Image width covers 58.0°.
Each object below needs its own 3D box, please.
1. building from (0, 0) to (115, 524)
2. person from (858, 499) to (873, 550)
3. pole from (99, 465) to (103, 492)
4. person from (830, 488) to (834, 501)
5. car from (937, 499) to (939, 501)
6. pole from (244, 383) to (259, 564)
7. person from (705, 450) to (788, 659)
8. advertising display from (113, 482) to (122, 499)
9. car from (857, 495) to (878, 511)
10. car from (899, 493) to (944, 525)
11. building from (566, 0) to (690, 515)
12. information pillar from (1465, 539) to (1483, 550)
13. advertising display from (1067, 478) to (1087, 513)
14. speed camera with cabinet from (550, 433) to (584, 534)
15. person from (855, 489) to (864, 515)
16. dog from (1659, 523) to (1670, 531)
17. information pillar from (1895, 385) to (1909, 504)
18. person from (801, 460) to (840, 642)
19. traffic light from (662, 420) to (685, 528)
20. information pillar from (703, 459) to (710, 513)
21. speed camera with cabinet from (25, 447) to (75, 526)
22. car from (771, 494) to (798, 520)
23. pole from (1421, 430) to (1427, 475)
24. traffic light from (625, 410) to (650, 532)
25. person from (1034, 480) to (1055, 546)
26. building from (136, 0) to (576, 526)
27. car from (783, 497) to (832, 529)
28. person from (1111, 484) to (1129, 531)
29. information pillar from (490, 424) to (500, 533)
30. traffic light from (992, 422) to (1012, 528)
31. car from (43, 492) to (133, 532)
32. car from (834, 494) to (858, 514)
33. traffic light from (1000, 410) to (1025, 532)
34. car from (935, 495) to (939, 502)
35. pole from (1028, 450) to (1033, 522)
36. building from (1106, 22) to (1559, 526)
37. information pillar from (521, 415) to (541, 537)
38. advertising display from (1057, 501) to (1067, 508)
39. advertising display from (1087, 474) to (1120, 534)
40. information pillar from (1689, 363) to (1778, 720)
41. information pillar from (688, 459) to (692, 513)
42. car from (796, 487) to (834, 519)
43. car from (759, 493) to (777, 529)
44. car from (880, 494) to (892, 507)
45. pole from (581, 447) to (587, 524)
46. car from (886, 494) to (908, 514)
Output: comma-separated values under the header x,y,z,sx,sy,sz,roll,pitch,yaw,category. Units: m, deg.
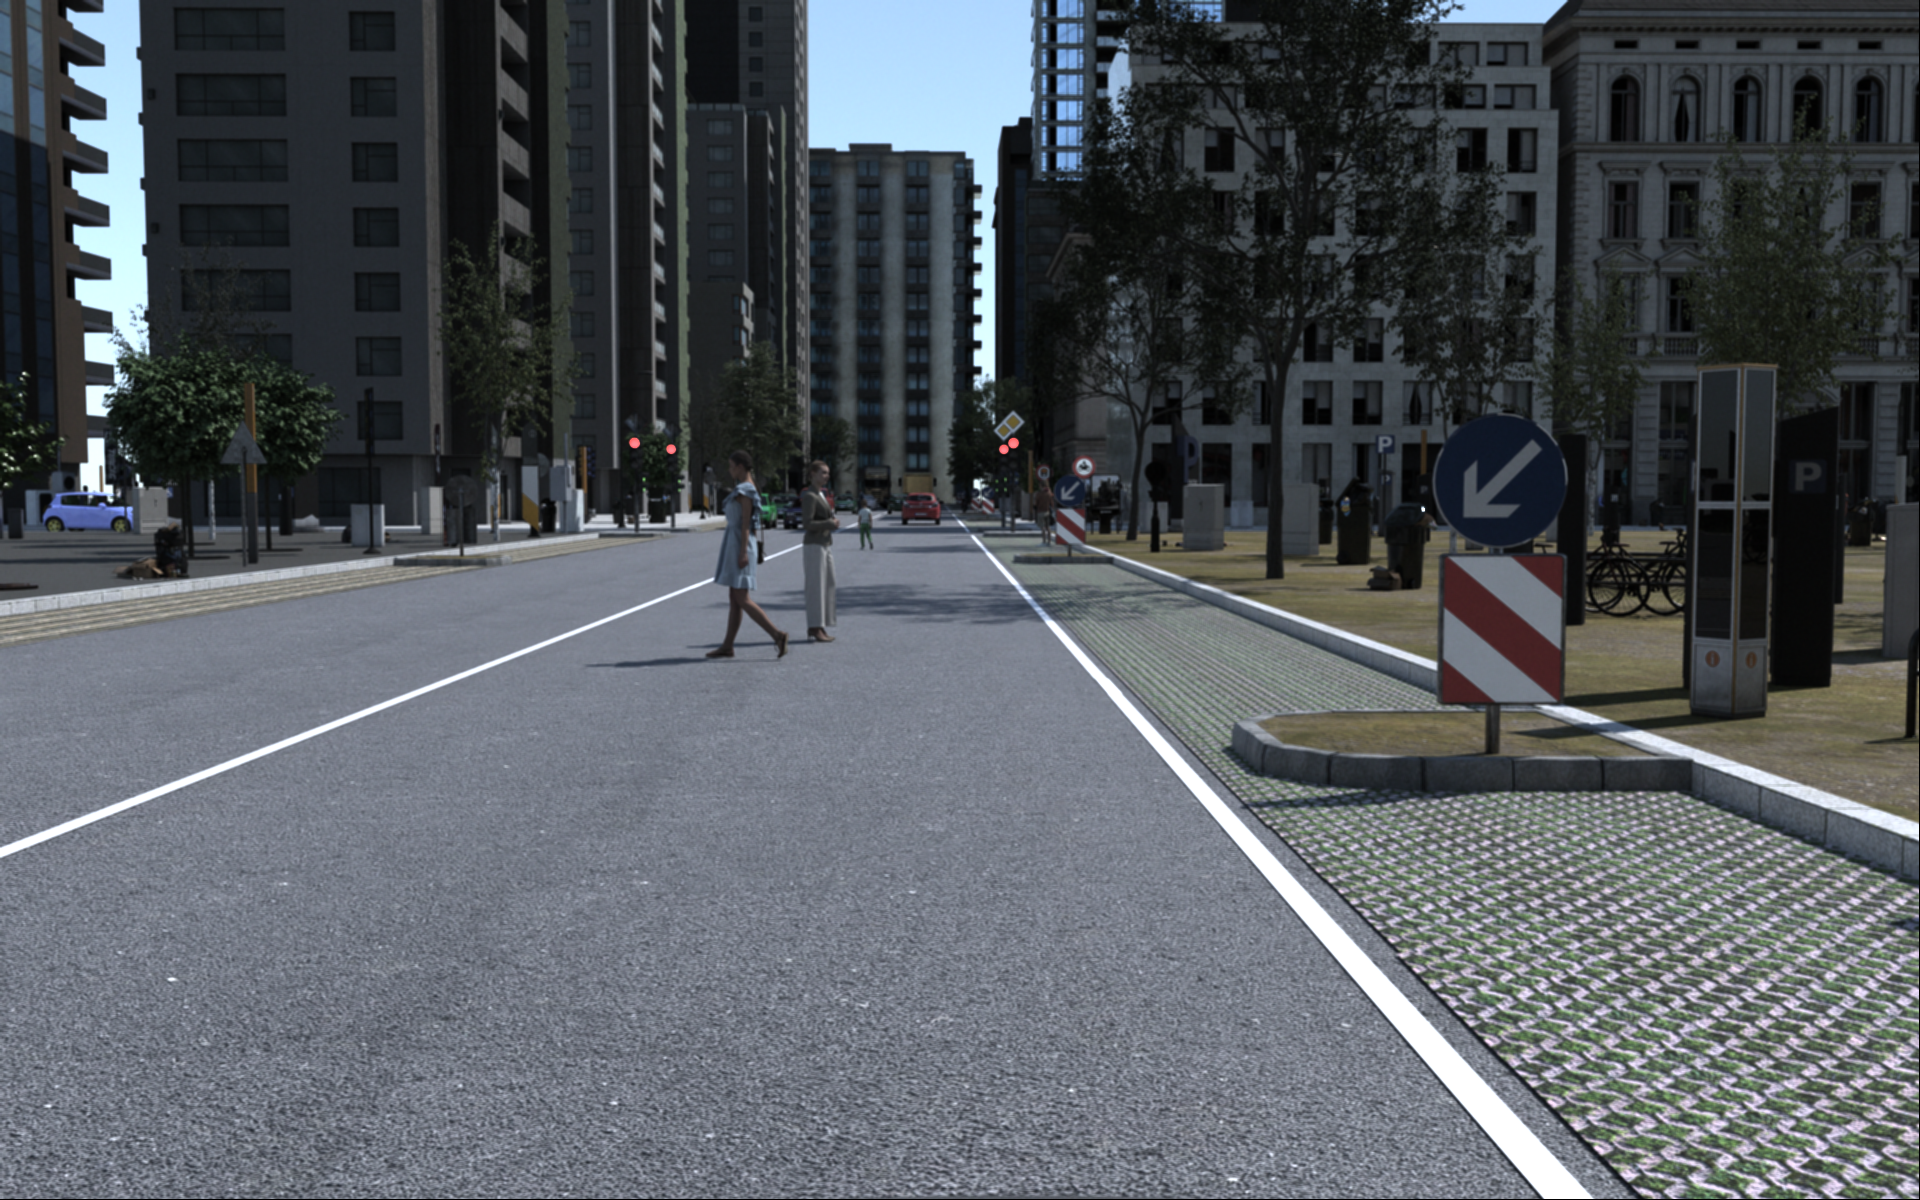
x,y,z,sx,sy,sz,roll,pitch,yaw,category
-47.291,-25.961,74.568,14.200,45.320,14.600,0,4,-1,building
-2.422,-1.941,44.484,0.306,1.304,0.590,-2,4,-29,person
-60.855,-7.886,122.772,0.158,3.312,0.155,0,3,0,pole
-8.791,-6.667,117.633,0.709,1.813,0.853,2,4,26,person
-2.619,-7.629,136.731,2.014,1.417,4.499,0,4,-1,car
-13.057,-2.328,31.908,0.158,3.312,0.155,0,3,0,pole
-1.845,-0.397,15.084,0.778,1.811,0.616,1,4,15,person
-45.281,-5.374,93.080,0.123,1.923,0.974,-1,4,-9,advertising display
-8.259,-8.537,151.944,2.083,1.381,4.827,0,4,-1,car
-1.827,-4.440,81.638,2.155,1.783,4.494,0,4,-1,car
-25.765,-26.279,113.253,14.154,41.232,14.086,0,4,-1,building
11.767,-2.146,39.572,0.304,2.012,0.304,-1,4,-16,information pillar
4.920,-3.961,69.974,0.974,1.923,0.123,1,4,18,advertising display
-12.921,-3.826,56.892,0.660,3.252,2.038,0,4,3,speed camera with cabinet
-6.814,-6.709,118.376,0.419,1.800,0.721,-3,5,-40,person
25.006,-2.533,61.601,0.550,0.427,0.748,1,4,14,dog
20.416,-2.826,37.561,0.183,3.616,0.504,1,4,14,information pillar
-1.341,-0.474,16.794,0.362,1.759,0.519,1,4,9,person
-10.914,-4.706,65.872,0.839,4.253,0.868,0,4,-1,traffic light
-17.100,-7.679,116.904,0.504,3.616,0.183,1,4,8,information pillar
-36.649,-4.615,69.794,0.660,3.252,2.038,1,4,16,speed camera with cabinet
-8.679,-4.514,85.596,2.131,1.459,4.920,0,4,-1,car
14.746,-3.749,55.136,0.158,3.312,0.155,0,3,0,pole
-10.797,-4.218,57.887,0.839,4.253,0.868,0,4,-1,traffic light
2.304,-2.369,47.213,0.573,1.828,0.580,0,4,1,person
-25.203,-18.526,74.598,14.160,30.474,14.107,0,4,-1,building
-6.263,-3.605,71.524,1.945,1.354,3.894,0,4,1,car
5.887,-3.386,63.983,0.709,1.813,0.853,0,4,-7,person
-15.330,-4.020,57.076,0.183,3.616,0.504,1,4,12,information pillar
1.646,-4.719,66.071,0.839,4.253,0.868,0,4,-1,traffic light
-30.928,-3.228,62.365,3.694,1.707,1.945,0,4,0,car
-8.369,-6.922,124.968,2.131,1.459,4.920,0,4,-1,car
1.763,-4.230,58.087,0.839,4.253,0.868,0,4,-1,traffic light
-3.335,-10.986,191.980,2.083,1.381,4.827,0,4,1,car
3.306,-5.327,80.944,0.158,3.312,0.155,0,3,0,pole
15.175,-13.399,73.824,16.860,20.320,10.420,0,4,-1,building
-12.718,-3.664,51.267,0.504,3.616,0.183,-2,4,-33,information pillar
5.434,-5.097,88.543,0.974,1.923,0.123,0,4,4,advertising display
4.660,-3.083,55.623,0.974,1.923,0.123,-1,4,-9,advertising display
4.439,-0.334,9.953,0.304,2.012,0.304,-2,4,-29,information pillar
-18.161,-7.649,116.408,0.183,3.616,0.504,0,4,2,information pillar
-8.318,-5.536,99.190,2.281,1.827,5.304,0,4,-1,car
-8.601,-3.860,71.910,1.959,1.807,4.718,0,4,-2,car
-8.314,-11.573,198.810,1.945,1.707,3.694,0,4,1,car
-16.186,-4.940,74.607,0.158,3.312,0.155,0,3,0,pole
-4.278,-6.892,124.475,2.131,1.459,4.920,0,4,-1,car
